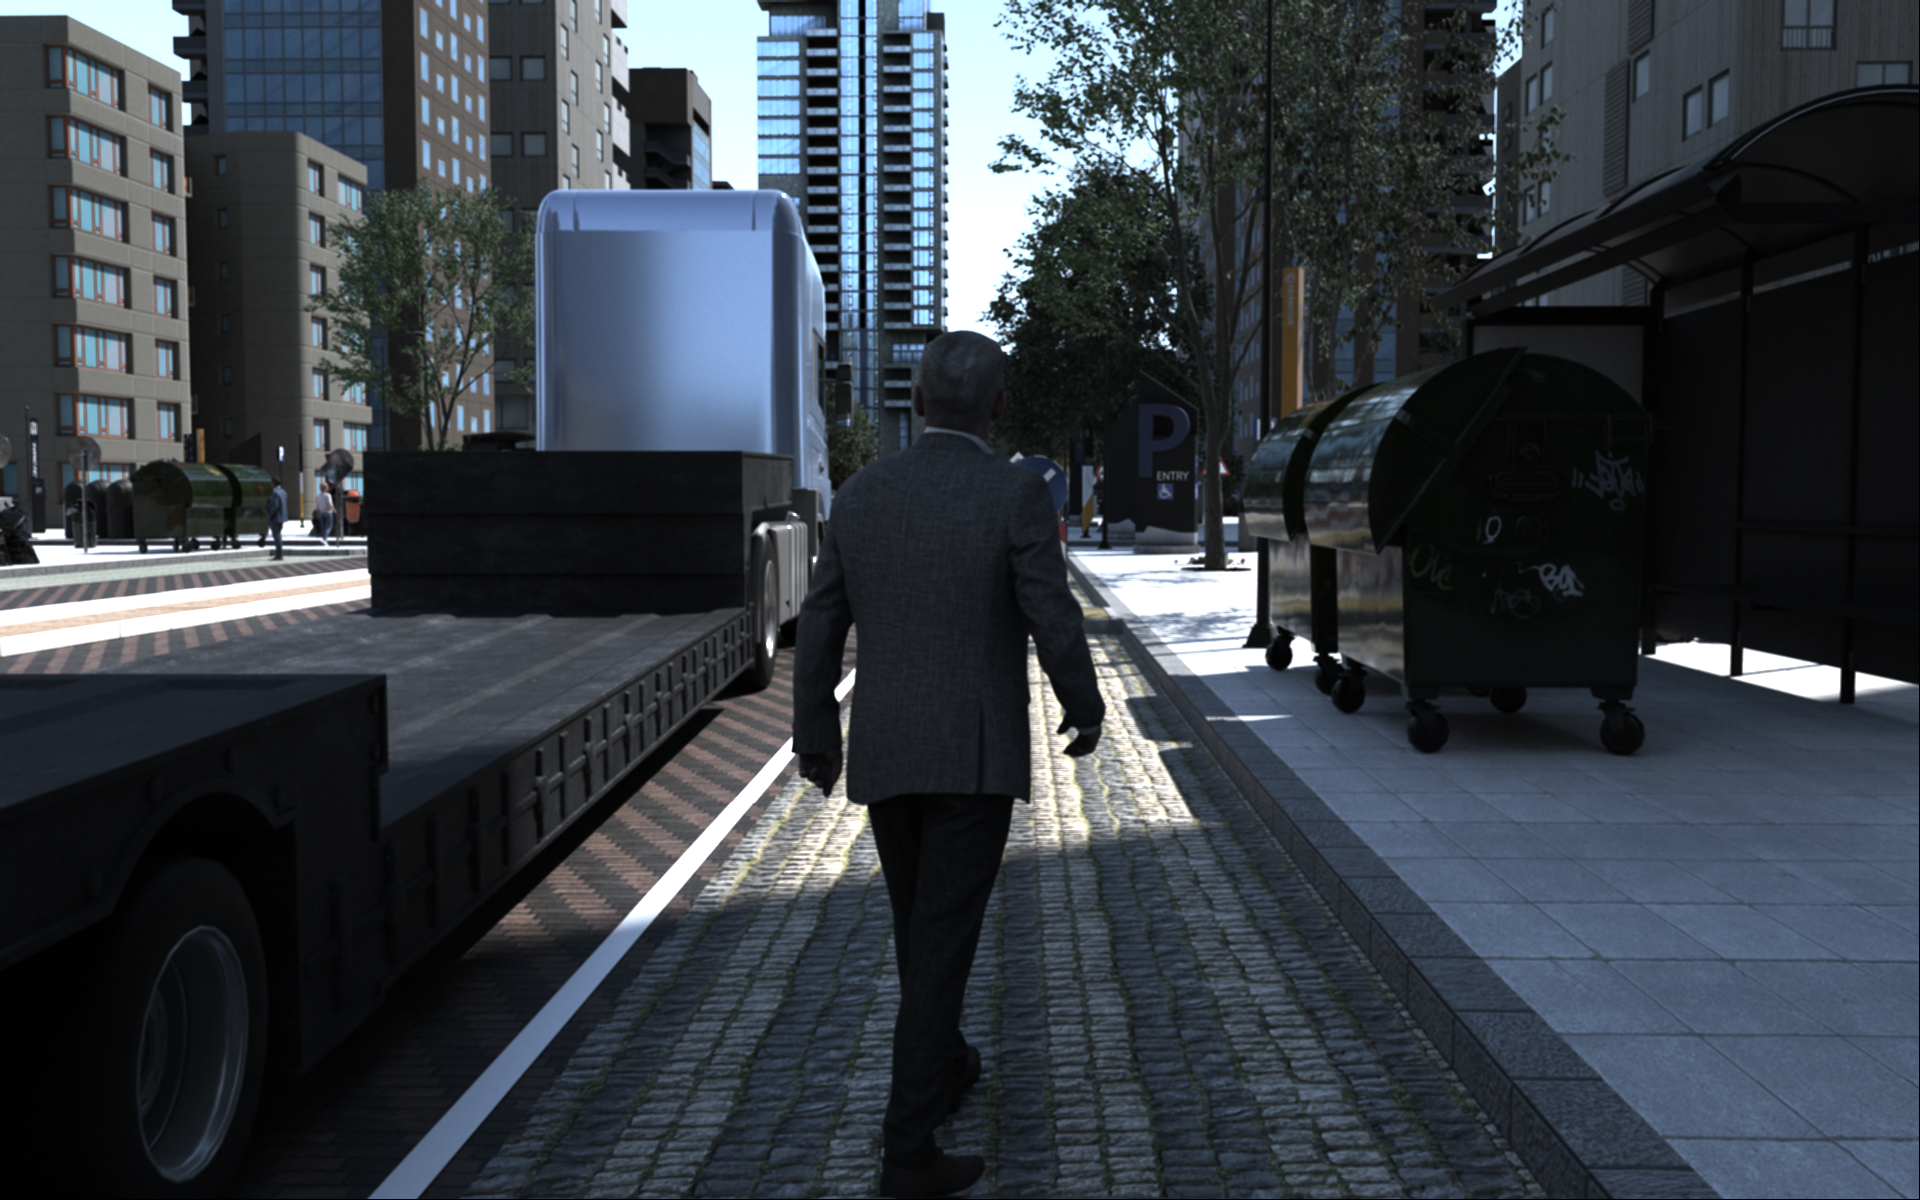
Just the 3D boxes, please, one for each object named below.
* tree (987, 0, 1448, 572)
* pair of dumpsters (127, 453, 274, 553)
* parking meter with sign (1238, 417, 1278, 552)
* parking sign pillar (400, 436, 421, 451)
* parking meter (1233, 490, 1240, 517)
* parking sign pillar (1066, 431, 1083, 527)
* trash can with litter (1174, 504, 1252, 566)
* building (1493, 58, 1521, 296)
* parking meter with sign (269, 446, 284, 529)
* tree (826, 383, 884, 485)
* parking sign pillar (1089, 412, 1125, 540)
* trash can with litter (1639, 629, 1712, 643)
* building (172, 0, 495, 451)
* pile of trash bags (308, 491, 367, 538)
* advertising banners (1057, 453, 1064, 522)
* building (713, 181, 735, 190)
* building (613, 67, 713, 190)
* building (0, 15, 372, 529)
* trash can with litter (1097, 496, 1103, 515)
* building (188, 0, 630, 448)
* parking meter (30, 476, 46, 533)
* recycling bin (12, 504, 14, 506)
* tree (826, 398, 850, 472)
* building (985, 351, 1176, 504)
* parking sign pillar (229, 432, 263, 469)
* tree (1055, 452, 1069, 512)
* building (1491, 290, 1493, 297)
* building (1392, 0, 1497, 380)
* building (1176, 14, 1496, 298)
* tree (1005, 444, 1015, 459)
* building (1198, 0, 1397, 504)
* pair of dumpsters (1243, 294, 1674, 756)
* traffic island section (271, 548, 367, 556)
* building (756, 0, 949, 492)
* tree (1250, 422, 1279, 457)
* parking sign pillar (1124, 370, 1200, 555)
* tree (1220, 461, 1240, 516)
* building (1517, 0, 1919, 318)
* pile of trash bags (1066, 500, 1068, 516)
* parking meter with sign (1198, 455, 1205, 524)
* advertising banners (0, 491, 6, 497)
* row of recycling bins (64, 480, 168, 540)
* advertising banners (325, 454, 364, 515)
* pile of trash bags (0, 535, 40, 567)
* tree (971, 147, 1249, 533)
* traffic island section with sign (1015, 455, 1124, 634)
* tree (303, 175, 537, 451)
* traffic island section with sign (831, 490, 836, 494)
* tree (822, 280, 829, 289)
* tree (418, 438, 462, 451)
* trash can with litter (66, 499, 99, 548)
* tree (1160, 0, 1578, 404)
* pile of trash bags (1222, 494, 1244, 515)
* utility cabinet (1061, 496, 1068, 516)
[{"bbox_3d":[4.290,-6.304,28.829,9.928,11.665,9.643,0,3,0],"label":"tree"},{"bbox_3d":[-17.184,-2.256,39.387,1.574,2.255,4.437,0,4,2],"label":"pair of dumpsters"},{"bbox_3d":[6.639,-2.599,38.761,0.543,3.016,1.738,1,4,23],"label":"parking meter with sign"},{"bbox_3d":[-25.553,-5.681,81.357,1.447,3.967,1.447,-3,5,-43],"label":"parking sign pillar"},{"bbox_3d":[15.536,-5.443,97.404,0.372,1.533,0.369,0,3,0],"label":"parking meter"},{"bbox_3d":[4.727,-4.867,68.044,1.447,3.967,1.447,2,4,26],"label":"parking sign pillar"},{"bbox_3d":[4.835,-1.292,32.181,1.678,1.210,2.233,1,4,17],"label":"trash can with litter"},{"bbox_3d":[66.700,-33.578,172.698,21.600,48.544,21.300,0,4,2],"label":"building"},{"bbox_3d":[-25.598,-4.090,63.128,1.738,3.016,0.543,0,4,-5],"label":"parking meter with sign"},{"bbox_3d":[-13.384,-15.369,168.287,9.611,12.733,9.660,0,3,0],"label":"tree"},{"bbox_3d":[4.711,-3.672,48.502,1.447,3.967,1.447,-2,4,-34],"label":"parking sign pillar"},{"bbox_3d":[6.369,-0.231,15.162,1.055,1.170,0.624,0,4,-1],"label":"trash can with litter"},{"bbox_3d":[-37.757,-27.895,106.197,14.600,45.320,14.200,0,4,2],"label":"building"},{"bbox_3d":[-18.475,-2.595,52.179,1.912,1.369,3.447,-2,4,-27],"label":"pile of trash bags"},{"bbox_3d":[4.291,-4.787,74.462,0.090,3.025,2.074,0,4,-6],"label":"advertising banners"},{"bbox_3d":[-44.580,-35.451,234.255,28.867,44.769,22.147,0,4,2],"label":"building"},{"bbox_3d":[-33.835,-32.394,179.749,14.200,45.320,14.600,0,4,2],"label":"building"},{"bbox_3d":[-45.501,-14.227,77.657,27.650,21.520,28.899,0,4,2],"label":"building"},{"bbox_3d":[8.591,-5.767,105.671,0.624,1.170,1.055,-1,4,-16],"label":"trash can with litter"},{"bbox_3d":[-41.969,-33.570,138.107,28.713,52.752,27.495,0,4,2],"label":"building"},{"bbox_3d":[-30.118,-3.113,56.604,0.255,1.863,0.399,3,5,44],"label":"parking meter"},{"bbox_3d":[-23.389,-1.800,41.991,0.722,1.027,0.722,-1,4,-17],"label":"recycling bin"},{"bbox_3d":[-13.562,-13.525,155.545,8.767,10.594,7.601,1,4,11],"label":"tree"},{"bbox_3d":[16.033,-23.836,234.751,28.899,21.520,27.650,0,4,2],"label":"building"},{"bbox_3d":[-30.739,-5.268,74.597,1.447,3.967,1.447,-1,4,-19],"label":"parking sign pillar"},{"bbox_3d":[5.656,-8.725,93.016,4.737,8.622,4.395,0,3,0],"label":"tree"},{"bbox_3d":[65.015,-27.822,226.585,14.107,30.474,14.160,0,4,2],"label":"building"},{"bbox_3d":[26.509,-28.456,115.368,14.600,45.320,14.200,0,4,2],"label":"building"},{"bbox_3d":[35.960,-35.546,170.421,28.713,52.752,27.495,0,4,2],"label":"building"},{"bbox_3d":[9.475,-17.995,200.868,9.857,13.997,8.962,0,3,0],"label":"tree"},{"bbox_3d":[28.349,-30.563,149.819,14.600,45.320,14.200,0,4,2],"label":"building"},{"bbox_3d":[2.792,-0.490,10.506,1.574,2.255,4.437,0,4,2],"label":"pair of dumpsters"},{"bbox_3d":[-14.842,-1.161,41.259,2.009,0.180,2.903,0,4,2],"label":"traffic island section"},{"bbox_3d":[-14.538,-56.176,231.142,31.000,86.520,22.319,0,4,2],"label":"building"},{"bbox_3d":[13.617,-5.389,71.822,4.285,4.588,4.351,0,3,0],"label":"tree"},{"bbox_3d":[4.459,-2.987,37.311,1.447,3.967,1.447,1,4,17],"label":"parking sign pillar"},{"bbox_3d":[15.234,-6.476,100.480,1.663,3.219,1.824,0,3,0],"label":"tree"},{"bbox_3d":[40.894,-29.626,73.623,27.495,52.752,28.713,0,4,2],"label":"building"},{"bbox_3d":[6.415,-5.608,101.450,3.447,1.369,1.912,1,4,17],"label":"pile of trash bags"},{"bbox_3d":[10.437,-4.842,75.424,0.543,3.016,1.738,1,4,14],"label":"parking meter with sign"},{"bbox_3d":[-35.270,-4.028,62.050,0.090,3.025,2.074,2,4,34],"label":"advertising banners"},{"bbox_3d":[-24.182,-2.597,49.582,3.534,1.692,1.069,1,4,21],"label":"row of recycling bins"},{"bbox_3d":[-26.516,-4.844,75.382,2.074,3.025,0.090,-2,4,-27],"label":"advertising banners"},{"bbox_3d":[-18.484,-1.320,31.327,3.447,1.369,1.912,1,4,15],"label":"pile of trash bags"},{"bbox_3d":[4.936,-8.591,57.475,9.611,12.733,9.660,0,3,0],"label":"tree"},{"bbox_3d":[0.704,-0.607,18.555,1.989,1.847,2.006,0,4,2],"label":"traffic island section with sign"},{"bbox_3d":[-16.792,-7.937,55.532,9.928,11.665,9.643,0,3,0],"label":"tree"},{"bbox_3d":[-11.064,-8.704,150.939,1.989,1.847,2.006,0,4,2],"label":"traffic island section with sign"},{"bbox_3d":[-16.076,-16.506,125.768,12.611,20.169,13.585,0,3,0],"label":"tree"},{"bbox_3d":[-28.934,-6.910,96.693,4.285,4.588,4.351,0,3,0],"label":"tree"},{"bbox_3d":[-20.868,-1.824,41.210,0.624,1.170,1.055,-1,4,-21],"label":"trash can with litter"},{"bbox_3d":[4.198,-4.173,18.587,4.360,8.622,3.978,0,3,0],"label":"tree"},{"bbox_3d":[16.318,-5.784,104.323,1.912,1.369,3.447,2,4,32],"label":"pile of trash bags"},{"bbox_3d":[6.390,-5.616,102.991,1.020,1.237,0.306,1,4,16],"label":"utility cabinet"}]
